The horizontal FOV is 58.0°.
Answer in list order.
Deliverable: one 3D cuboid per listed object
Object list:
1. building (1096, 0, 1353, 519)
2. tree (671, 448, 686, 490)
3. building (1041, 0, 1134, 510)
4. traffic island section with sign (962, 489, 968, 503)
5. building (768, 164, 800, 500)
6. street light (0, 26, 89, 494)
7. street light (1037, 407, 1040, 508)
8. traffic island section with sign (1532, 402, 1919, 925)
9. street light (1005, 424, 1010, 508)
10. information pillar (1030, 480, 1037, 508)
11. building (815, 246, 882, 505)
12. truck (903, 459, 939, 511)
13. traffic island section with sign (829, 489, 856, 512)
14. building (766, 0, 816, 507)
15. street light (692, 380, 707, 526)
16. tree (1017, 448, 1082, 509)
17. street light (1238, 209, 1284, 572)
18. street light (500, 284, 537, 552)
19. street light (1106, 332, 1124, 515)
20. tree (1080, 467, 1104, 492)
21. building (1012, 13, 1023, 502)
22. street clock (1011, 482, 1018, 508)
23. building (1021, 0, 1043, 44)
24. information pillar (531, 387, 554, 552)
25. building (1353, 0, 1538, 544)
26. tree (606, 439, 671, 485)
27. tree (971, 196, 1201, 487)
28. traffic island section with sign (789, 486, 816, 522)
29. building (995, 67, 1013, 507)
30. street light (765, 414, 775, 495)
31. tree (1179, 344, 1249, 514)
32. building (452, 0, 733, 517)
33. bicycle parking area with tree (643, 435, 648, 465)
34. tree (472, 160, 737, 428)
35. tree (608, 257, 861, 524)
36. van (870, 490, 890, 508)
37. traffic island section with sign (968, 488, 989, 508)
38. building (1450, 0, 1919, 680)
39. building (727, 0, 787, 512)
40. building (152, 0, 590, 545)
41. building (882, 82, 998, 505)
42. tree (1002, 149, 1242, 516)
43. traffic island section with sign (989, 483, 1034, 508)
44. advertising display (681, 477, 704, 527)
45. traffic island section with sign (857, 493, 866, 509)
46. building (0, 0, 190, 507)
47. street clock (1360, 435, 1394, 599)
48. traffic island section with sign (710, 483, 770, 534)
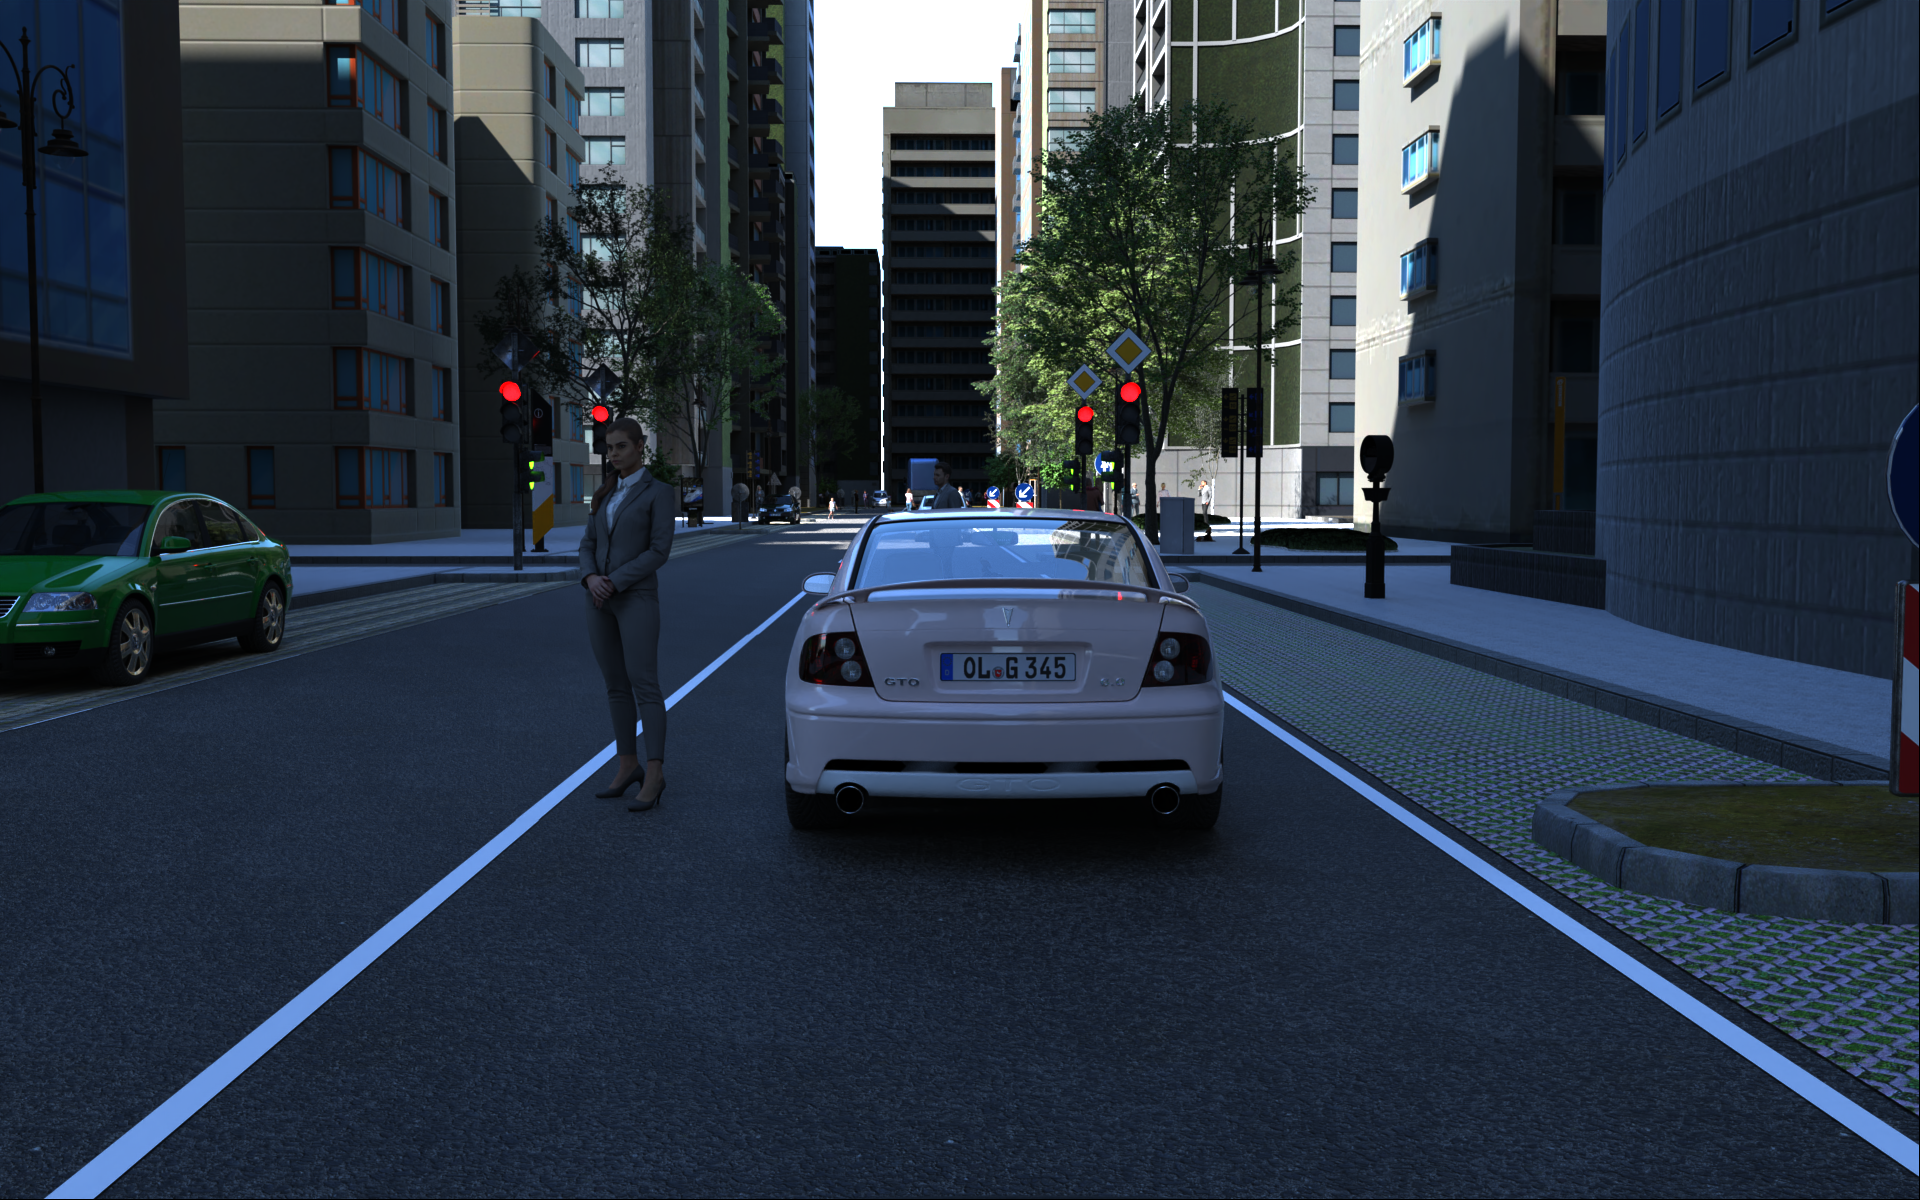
[{"bbox_3d":[18.986,-40.288,96.966,20.563,71.187,20.611,0,4,-1],"label":"building"},{"bbox_3d":[-10.578,-4.075,61.222,1.663,3.219,1.824,0,3,0],"label":"tree"},{"bbox_3d":[12.593,-26.699,120.120,14.154,41.232,14.086,0,4,-1],"label":"building"},{"bbox_3d":[-0.073,-9.646,166.340,1.989,1.847,2.006,0,4,-1],"label":"traffic island section with sign"},{"bbox_3d":[-21.335,-23.049,148.550,14.160,30.474,14.107,0,4,-1],"label":"building"},{"bbox_3d":[-9.250,-2.723,17.302,0.468,5.910,1.993,0,4,-1],"label":"street light"},{"bbox_3d":[3.659,-6.592,80.563,0.468,5.910,1.993,0,4,-1],"label":"street light"},{"bbox_3d":[3.357,0.120,6.673,1.989,1.847,2.006,0,4,-1],"label":"traffic island section with sign"},{"bbox_3d":[3.160,-8.508,111.890,0.468,5.910,1.993,0,4,-1],"label":"street light"},{"bbox_3d":[3.739,-5.114,88.109,0.304,2.012,0.304,1,4,22],"label":"information pillar"},{"bbox_3d":[-16.315,-26.480,204.652,14.107,30.474,14.160,0,4,-1],"label":"building"},{"bbox_3d":[-2.460,-8.288,125.275,2.967,4.110,18.799,0,4,-3],"label":"truck"},{"bbox_3d":[-9.497,-7.973,138.988,1.989,1.847,2.006,0,4,-1],"label":"traffic island section with sign"},{"bbox_3d":[-28.916,-38.701,174.753,28.212,58.520,21.231,0,4,-1],"label":"building"},{"bbox_3d":[-10.368,-5.885,69.008,0.468,5.910,1.993,0,4,-1],"label":"street light"},{"bbox_3d":[6.374,-7.718,109.901,4.285,4.588,4.351,0,3,0],"label":"tree"},{"bbox_3d":[4.912,-3.406,28.468,0.468,5.910,1.993,0,4,-1],"label":"street light"},{"bbox_3d":[-9.741,-4.011,38.368,0.468,5.910,1.993,0,4,-1],"label":"street light"},{"bbox_3d":[4.470,-4.697,49.589,0.468,5.910,1.993,0,4,-1],"label":"street light"},{"bbox_3d":[7.291,-6.383,98.968,1.663,3.219,1.824,0,3,0],"label":"tree"},{"bbox_3d":[16.235,-32.829,156.370,23.786,49.044,30.456,0,4,-1],"label":"building"},{"bbox_3d":[3.372,-6.271,107.099,0.471,2.002,0.358,-3,5,-44],"label":"street clock"},{"bbox_3d":[11.993,-29.602,134.102,14.600,45.320,14.200,0,4,-1],"label":"building"},{"bbox_3d":[-9.235,-2.868,38.245,0.504,3.616,0.183,-3,5,-42],"label":"information pillar"},{"bbox_3d":[23.338,-26.107,50.555,21.600,48.544,21.300,0,4,-1],"label":"building"},{"bbox_3d":[-10.759,-3.775,56.316,1.663,3.219,1.824,0,3,0],"label":"tree"},{"bbox_3d":[5.082,-9.991,70.016,9.857,13.997,8.962,0,3,0],"label":"tree"},{"bbox_3d":[-8.433,-4.915,88.995,1.989,1.847,2.006,0,4,-1],"label":"traffic island section with sign"},{"bbox_3d":[10.824,-32.360,179.193,14.600,45.320,14.200,0,4,-1],"label":"building"},{"bbox_3d":[-10.999,-7.794,100.221,0.468,5.910,1.993,0,4,-1],"label":"street light"},{"bbox_3d":[12.492,-8.255,85.325,4.360,8.622,3.978,0,3,0],"label":"tree"},{"bbox_3d":[-20.772,-25.325,97.664,14.154,41.232,14.086,0,4,-1],"label":"building"},{"bbox_3d":[-17.920,-5.933,84.013,8.231,4.147,9.016,0,4,5],"label":"bicycle parking area with tree"},{"bbox_3d":[-10.111,-7.032,49.382,8.767,10.594,7.601,1,4,8],"label":"tree"},{"bbox_3d":[-11.120,-9.068,74.012,9.928,11.665,9.643,0,3,0],"label":"tree"},{"bbox_3d":[-8.074,-10.293,175.305,2.013,2.044,4.112,0,4,-3],"label":"van"},{"bbox_3d":[1.582,-4.951,89.583,1.989,1.847,2.006,0,4,-1],"label":"traffic island section with sign"},{"bbox_3d":[16.870,-28.758,12.186,21.231,58.520,28.212,0,4,-1],"label":"building"},{"bbox_3d":[-24.424,-28.848,126.292,22.147,44.769,28.867,0,4,-1],"label":"building"},{"bbox_3d":[-29.022,-12.981,57.287,27.650,21.520,28.899,0,4,-1],"label":"building"},{"bbox_3d":[1.545,-35.722,207.753,21.600,48.544,21.300,0,4,-1],"label":"building"},{"bbox_3d":[5.282,-8.461,56.463,7.486,12.596,7.792,0,3,0],"label":"tree"},{"bbox_3d":[2.165,-3.275,62.167,1.989,1.847,2.006,0,4,-1],"label":"traffic island section with sign"},{"bbox_3d":[-10.340,-3.772,66.883,0.974,1.923,0.123,-3,5,-43],"label":"advertising display"},{"bbox_3d":[-10.081,-9.666,166.664,1.989,1.847,2.006,0,4,-1],"label":"traffic island section with sign"},{"bbox_3d":[-18.544,-22.489,17.808,14.200,45.320,14.600,0,4,-1],"label":"building"},{"bbox_3d":[5.117,-1.024,21.312,0.358,2.002,0.471,-1,4,-13],"label":"street clock"},{"bbox_3d":[-7.849,-3.267,62.046,1.989,1.847,2.006,0,4,-1],"label":"traffic island section with sign"}]
